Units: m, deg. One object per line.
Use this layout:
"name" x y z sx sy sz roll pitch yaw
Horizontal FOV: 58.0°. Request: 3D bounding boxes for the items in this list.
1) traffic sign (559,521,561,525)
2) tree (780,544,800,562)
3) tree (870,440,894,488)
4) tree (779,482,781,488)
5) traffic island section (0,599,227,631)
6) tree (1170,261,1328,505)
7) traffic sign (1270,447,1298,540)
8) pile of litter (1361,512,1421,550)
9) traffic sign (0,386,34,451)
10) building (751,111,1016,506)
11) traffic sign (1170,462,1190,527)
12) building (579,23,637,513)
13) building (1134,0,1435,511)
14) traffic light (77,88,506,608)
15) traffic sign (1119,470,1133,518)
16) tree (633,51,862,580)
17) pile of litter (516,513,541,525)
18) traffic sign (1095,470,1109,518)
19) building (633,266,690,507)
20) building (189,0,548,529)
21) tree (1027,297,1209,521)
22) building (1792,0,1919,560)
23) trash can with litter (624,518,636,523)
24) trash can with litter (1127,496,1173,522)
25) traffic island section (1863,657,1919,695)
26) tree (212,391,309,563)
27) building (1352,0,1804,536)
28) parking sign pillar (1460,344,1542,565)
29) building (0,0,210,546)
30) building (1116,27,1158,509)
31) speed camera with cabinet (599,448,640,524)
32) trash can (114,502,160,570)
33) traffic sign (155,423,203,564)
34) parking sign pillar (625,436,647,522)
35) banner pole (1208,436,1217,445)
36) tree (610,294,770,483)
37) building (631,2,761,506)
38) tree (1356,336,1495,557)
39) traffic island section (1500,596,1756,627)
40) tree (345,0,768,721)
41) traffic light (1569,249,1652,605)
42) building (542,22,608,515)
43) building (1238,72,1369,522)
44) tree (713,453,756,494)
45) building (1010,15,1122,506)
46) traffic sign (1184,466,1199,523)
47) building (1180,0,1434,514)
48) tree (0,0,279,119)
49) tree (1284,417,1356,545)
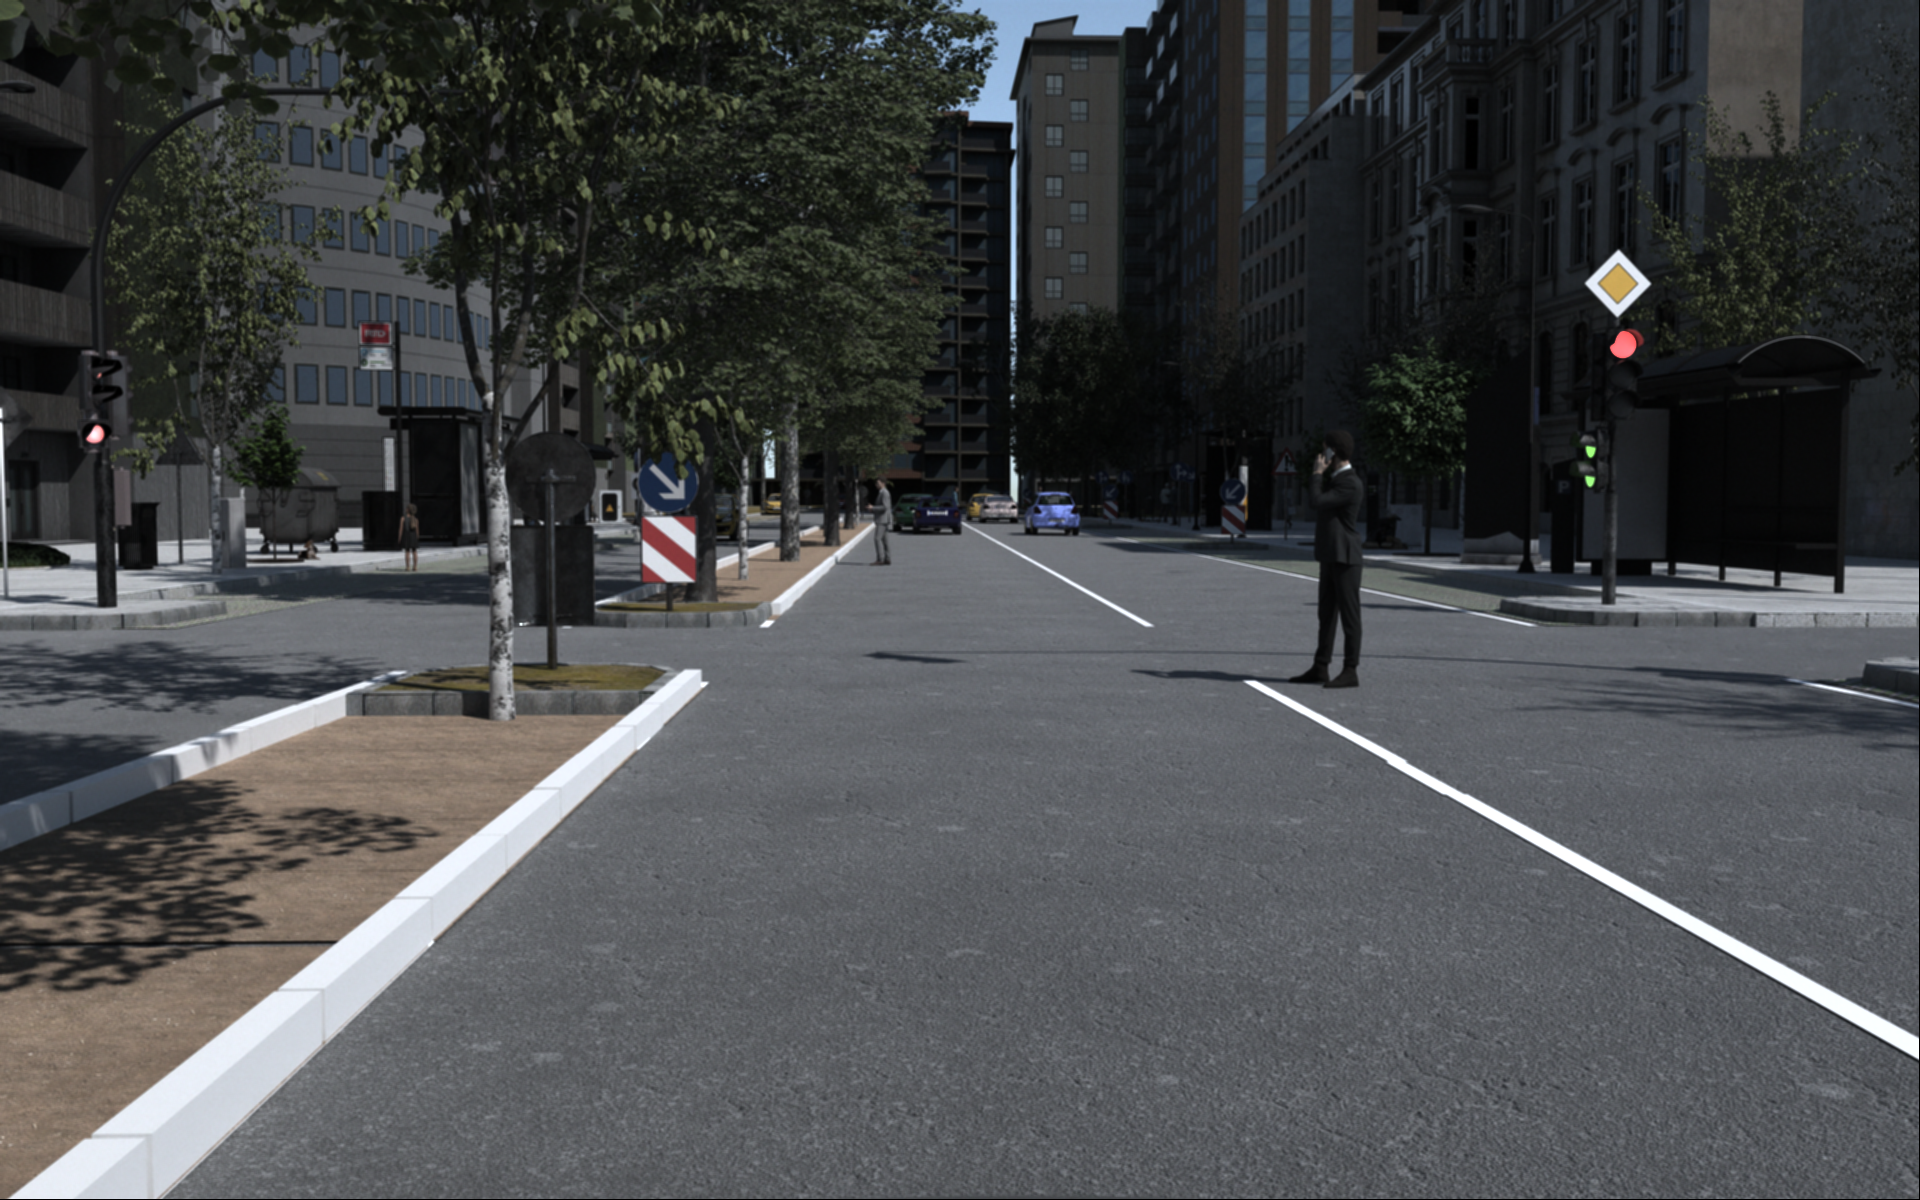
"traffic sign" -13.624 -3.598 58.937 0.768 2.556 0.104 0 4 -1
"tree" -4.845 -10.922 36.929 12.611 20.169 13.585 0 3 0
"tree" -4.554 -7.602 77.110 4.737 8.622 4.395 0 3 0
"tree" -15.795 -10.061 159.093 1.663 3.219 1.824 0 3 0
"traffic island section" -9.680 0.162 19.624 2.009 0.180 2.903 0 4 -2
"tree" 8.794 -6.417 55.285 4.360 8.622 3.978 0 3 0
"traffic sign" 9.033 -2.934 47.972 0.884 2.594 0.081 0 4 4
"pile of litter" 9.879 -1.615 40.372 1.176 0.858 1.719 -2 4 -33
"traffic sign" -11.706 -1.312 21.181 0.795 2.593 0.064 0 4 3
"building" -8.494 -33.212 197.646 28.867 44.769 22.147 0 4 -2
"traffic sign" 8.653 -4.167 68.243 0.768 2.556 0.104 0 4 7
"building" -29.803 -26.406 115.336 14.154 41.232 14.086 0 4 -2
"building" 26.467 -31.444 133.721 23.786 49.044 30.456 0 4 -2
"traffic light" -7.551 -2.747 19.586 4.771 5.953 1.251 0 4 -2
"traffic sign" 8.791 -5.608 91.794 0.768 2.556 0.104 0 4 2
"tree" -3.620 -4.644 28.743 4.360 8.622 3.978 0 3 0
"pile of litter" -14.272 -2.597 56.419 1.176 0.858 1.719 1 4 20
"traffic sign" 7.549 -5.630 92.152 0.768 2.556 0.104 0 4 -1
"building" -38.041 -18.505 147.588 28.899 21.520 27.650 0 4 -2
"building" -31.746 -32.619 75.313 21.231 58.520 28.212 0 4 -2
"tree" 8.294 -9.087 82.992 7.601 10.594 8.767 -1 4 -15
"building" 26.951 -10.897 32.923 16.860 20.320 10.420 0 4 -2
"trash can with litter" -14.471 -4.057 77.382 1.678 1.210 2.233 0 4 1
"trash can with litter" 8.911 -4.192 79.591 1.678 1.210 2.233 -3 5 -43
"traffic island section" 7.785 0.621 12.135 2.009 0.180 2.903 0 4 -2
"tree" -12.936 -2.329 32.683 1.663 3.219 1.824 0 3 0
"building" 23.732 -14.815 61.309 14.460 24.649 34.723 0 4 -2
"parking sign pillar" 9.953 -2.648 31.772 1.447 3.967 1.447 -3 5 -42
"building" -28.448 -16.529 41.956 14.160 30.474 14.107 0 4 -2
"building" 20.979 -28.896 156.039 14.154 41.232 14.086 0 4 -2
"speed camera with cabinet" -14.507 -4.905 74.527 2.038 3.252 0.660 -1 4 -10
"trash can" -13.971 -1.087 29.418 0.748 1.137 0.748 0 3 0
"traffic sign" -14.308 -1.941 31.742 0.884 2.594 0.081 0 4 2
"parking sign pillar" -14.646 -5.567 79.490 1.447 3.967 1.447 0 4 -4
"banner pole" 10.025 -4.837 69.100 0.401 3.779 0.863 -2 4 -24
"tree" -14.026 -10.860 94.567 9.611 12.733 9.660 0 3 0
"building" -38.381 -53.924 194.320 31.000 86.520 22.319 0 4 -2
"tree" 9.736 -3.199 36.017 4.285 4.588 4.351 0 3 0
"traffic island section" 7.554 0.132 20.116 2.009 0.180 2.903 0 4 -2
"tree" -2.847 -3.525 10.454 4.737 8.622 4.395 0 3 0
"traffic light" 7.514 -1.901 20.001 0.839 4.253 0.868 0 4 -2
"building" -29.082 -20.178 101.610 14.160 30.474 14.107 0 4 -2
"building" 20.757 -14.226 87.347 10.420 20.320 16.860 0 4 -2
"tree" -14.872 -7.889 112.694 4.285 4.588 4.351 0 3 0
"building" 20.252 -37.390 200.562 27.495 52.752 28.713 0 4 -2
"traffic sign" 10.285 -4.736 77.541 0.768 2.556 0.104 0 4 3
"building" 22.199 -28.193 111.061 14.600 45.320 14.200 0 4 -2
"tree" -2.624 -5.060 3.309 7.486 12.596 7.792 0 3 0
"tree" 9.020 -2.986 43.426 1.663 3.219 1.824 0 3 0
